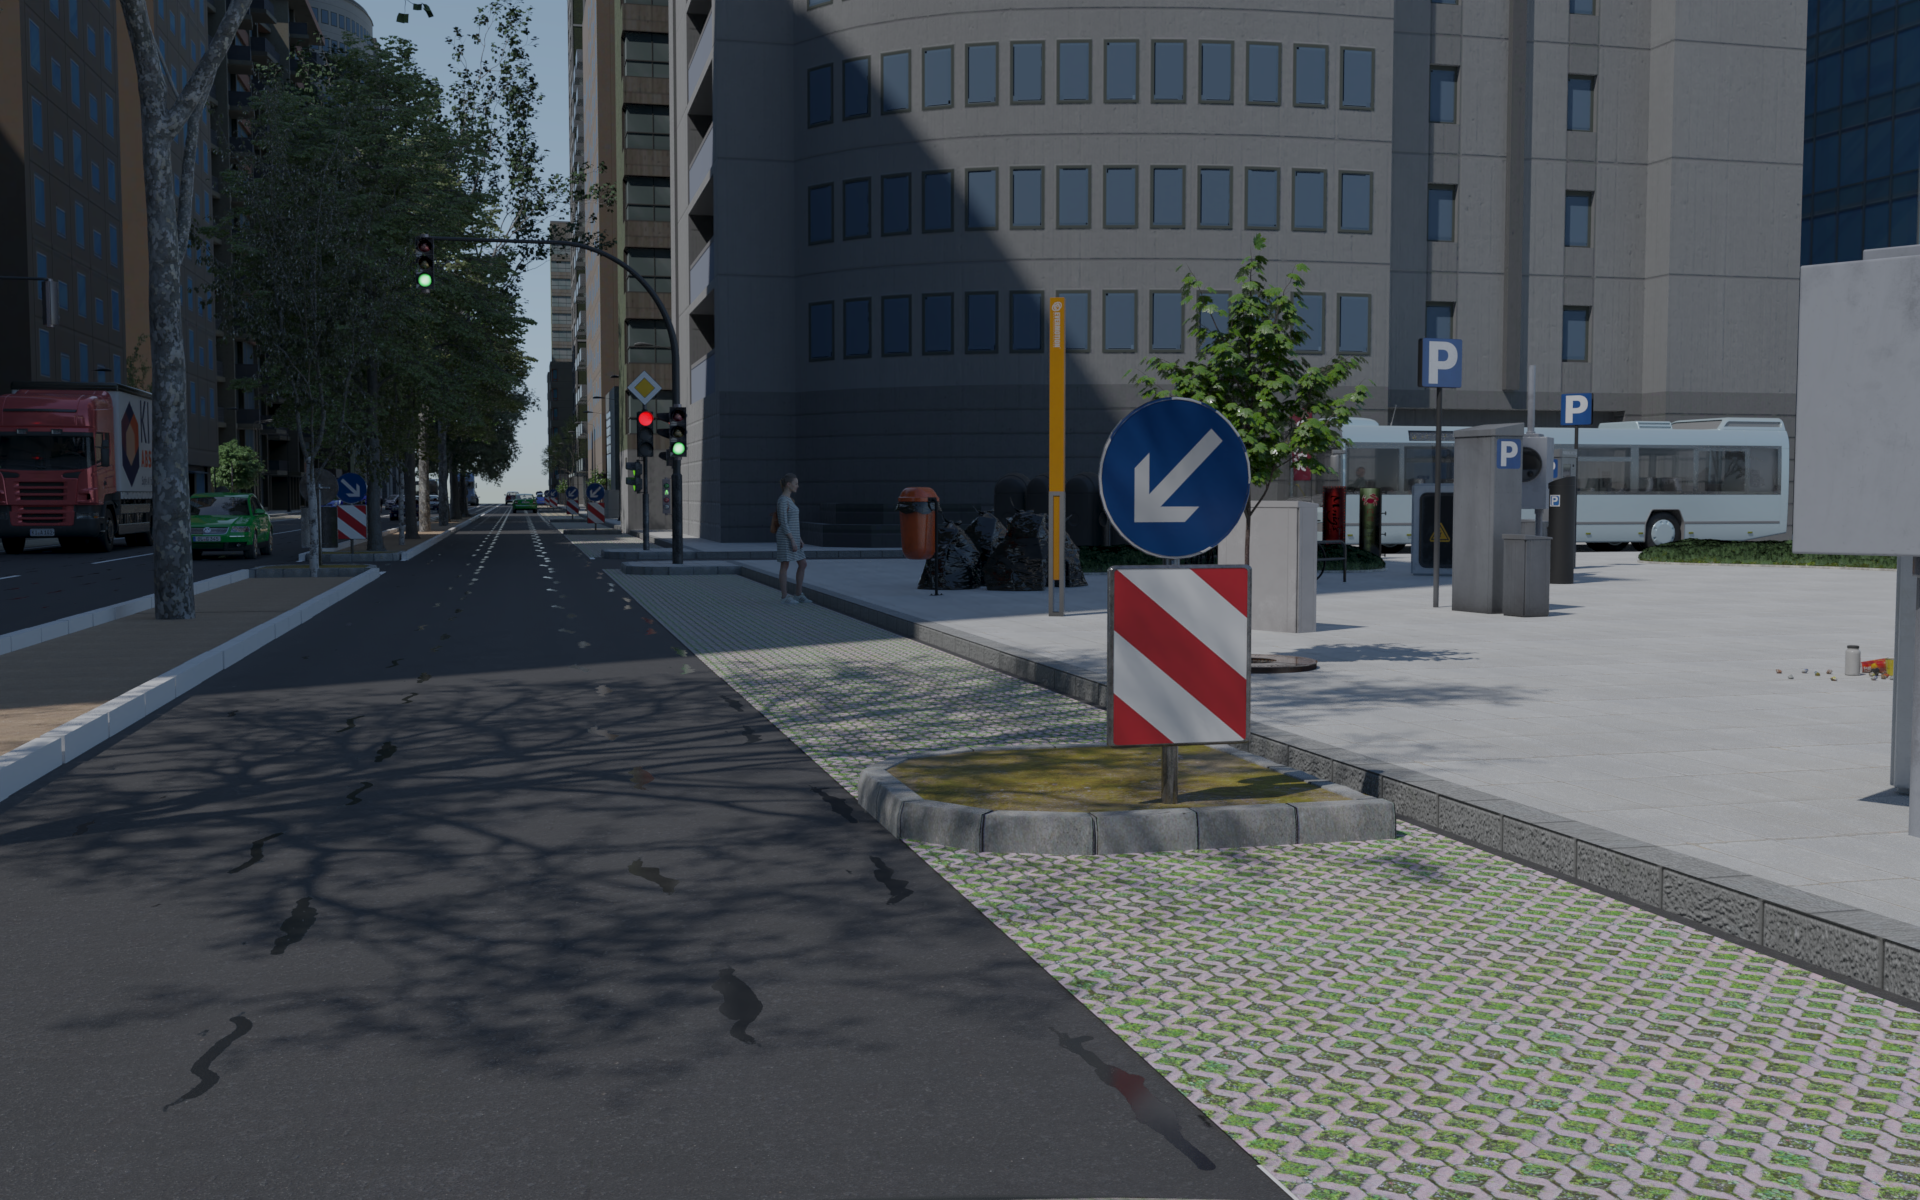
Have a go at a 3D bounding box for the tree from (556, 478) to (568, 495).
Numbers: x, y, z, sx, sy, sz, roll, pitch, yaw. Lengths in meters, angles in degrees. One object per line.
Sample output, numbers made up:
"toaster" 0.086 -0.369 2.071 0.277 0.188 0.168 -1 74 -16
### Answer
"tree" -46.434 -12.734 202.805 1.663 3.219 1.824 0 3 0

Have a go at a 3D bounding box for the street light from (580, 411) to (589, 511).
"street light" -20.352 -7.612 96.994 1.470 5.913 1.316 -1 4 -14

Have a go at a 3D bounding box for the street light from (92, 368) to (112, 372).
"street light" -32.022 -5.594 63.995 1.470 5.913 1.316 -1 4 -14

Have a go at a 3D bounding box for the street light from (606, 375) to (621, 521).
"street light" -12.943 -5.826 67.804 1.470 5.913 1.316 -1 4 -14

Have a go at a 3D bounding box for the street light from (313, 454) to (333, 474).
"street light" -50.988 -10.127 138.115 1.470 5.913 1.316 -1 4 -14

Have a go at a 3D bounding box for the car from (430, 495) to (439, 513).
"car" -40.724 -7.371 133.102 1.945 1.354 3.894 -1 4 -14

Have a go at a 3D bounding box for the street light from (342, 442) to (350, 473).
"street light" -54.721 -11.016 152.657 1.470 5.913 1.316 -1 4 -14

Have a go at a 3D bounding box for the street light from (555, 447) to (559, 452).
"street light" -35.763 -11.316 157.557 1.470 5.913 1.316 -1 4 -14

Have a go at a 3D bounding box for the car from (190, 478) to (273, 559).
"car" -16.736 -1.865 39.282 1.959 1.807 4.718 -1 4 -15

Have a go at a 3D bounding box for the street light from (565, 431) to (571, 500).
"street light" -28.182 -9.508 128.001 1.470 5.913 1.316 -1 4 -14

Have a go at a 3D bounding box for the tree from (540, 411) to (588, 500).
"tree" -43.617 -15.873 193.930 7.601 10.594 8.767 2 4 29

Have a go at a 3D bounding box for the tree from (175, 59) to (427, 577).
"tree" -10.993 -4.672 29.208 4.360 8.622 3.978 0 3 0

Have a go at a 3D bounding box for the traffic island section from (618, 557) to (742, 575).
"traffic island section" -5.176 -0.585 31.846 2.009 0.180 2.903 -1 4 -14

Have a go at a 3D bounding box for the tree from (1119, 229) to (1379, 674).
"tree" 2.250 -1.107 12.708 1.663 3.219 1.824 0 3 0

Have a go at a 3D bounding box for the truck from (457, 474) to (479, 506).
"truck" -60.941 -13.703 213.803 2.967 4.110 18.799 -1 4 -14

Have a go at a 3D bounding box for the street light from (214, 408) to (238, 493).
"street light" -39.475 -7.371 93.057 1.470 5.913 1.316 -1 4 -14

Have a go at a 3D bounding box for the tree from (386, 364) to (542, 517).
"tree" -30.658 -11.443 106.561 9.611 12.733 9.660 0 3 0

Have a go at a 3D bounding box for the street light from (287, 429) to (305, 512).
"street light" -47.379 -9.240 123.614 1.470 5.913 1.316 -1 4 -14

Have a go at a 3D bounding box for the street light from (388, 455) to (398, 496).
"street light" -71.666 -15.092 219.290 1.470 5.913 1.316 -1 4 -14

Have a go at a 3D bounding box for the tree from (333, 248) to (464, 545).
"tree" -15.715 -5.847 48.411 4.737 8.622 4.395 0 3 0

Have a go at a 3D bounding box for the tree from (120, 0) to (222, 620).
"tree" -7.596 -9.806 18.682 12.611 20.169 13.585 0 3 0

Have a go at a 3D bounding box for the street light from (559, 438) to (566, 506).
"street light" -31.987 -10.392 142.452 1.470 5.913 1.316 -1 4 -14

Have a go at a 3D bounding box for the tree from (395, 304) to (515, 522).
"tree" -26.097 -9.732 87.332 9.928 11.665 9.643 0 3 0

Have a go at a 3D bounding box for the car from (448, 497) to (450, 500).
"car" -70.973 -13.757 237.287 2.083 1.381 4.827 -1 4 -15

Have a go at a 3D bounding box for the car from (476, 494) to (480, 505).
"car" -65.215 -13.600 231.407 2.155 1.783 4.494 -1 4 -16

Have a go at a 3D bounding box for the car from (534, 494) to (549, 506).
"car" -51.288 -12.413 212.545 1.945 1.707 3.694 -1 4 -14

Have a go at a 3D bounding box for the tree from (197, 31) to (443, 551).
"tree" -14.313 -7.441 42.249 7.486 12.596 7.792 0 3 0

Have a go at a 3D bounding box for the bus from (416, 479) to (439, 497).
"bus" -62.952 -12.899 205.754 2.948 3.499 13.247 -1 4 -13

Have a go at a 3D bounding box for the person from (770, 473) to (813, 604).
"person" -2.218 -0.794 22.492 0.522 1.701 0.512 0 4 7

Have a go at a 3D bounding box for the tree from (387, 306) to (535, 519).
"tree" -28.362 -11.490 96.977 9.857 13.997 8.962 0 3 0

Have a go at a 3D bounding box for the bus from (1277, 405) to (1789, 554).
"bus" 13.234 -2.830 41.130 13.247 3.499 2.948 -1 4 -16

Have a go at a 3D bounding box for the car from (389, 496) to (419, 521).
"car" -30.119 -5.014 94.558 1.945 1.354 3.894 -1 4 -13

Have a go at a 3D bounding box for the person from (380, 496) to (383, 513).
"person" -43.997 -7.320 131.365 0.799 1.438 0.628 2 4 31

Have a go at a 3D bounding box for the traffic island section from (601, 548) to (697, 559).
"traffic island section" -7.147 -1.058 39.585 2.009 0.180 2.903 -1 4 -14

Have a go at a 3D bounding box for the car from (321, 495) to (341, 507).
"car" -46.555 -7.229 127.786 1.945 1.707 3.694 -1 4 -15

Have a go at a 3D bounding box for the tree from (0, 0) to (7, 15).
"tree" -5.400 -5.668 5.505 12.009 13.543 11.850 0 3 0

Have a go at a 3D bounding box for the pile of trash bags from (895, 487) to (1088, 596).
"pile of trash bags" 0.240 -0.824 23.222 1.912 1.369 3.447 2 4 32

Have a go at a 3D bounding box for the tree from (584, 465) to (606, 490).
"tree" -24.083 -7.360 114.939 1.663 3.219 1.824 0 3 0

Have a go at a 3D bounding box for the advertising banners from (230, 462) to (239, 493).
"advertising banners" -40.559 -6.159 96.895 0.090 3.025 2.074 -1 4 -12

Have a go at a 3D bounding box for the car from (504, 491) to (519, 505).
"car" -59.503 -13.568 230.507 2.281 1.827 5.304 -1 4 -14

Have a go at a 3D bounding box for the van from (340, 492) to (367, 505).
"van" -42.381 -7.171 121.636 2.240 2.365 5.245 -1 4 -15

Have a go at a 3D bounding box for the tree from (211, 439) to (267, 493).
"tree" -43.929 -7.381 104.388 4.285 4.588 4.351 0 3 0

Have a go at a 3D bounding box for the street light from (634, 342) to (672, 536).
"street light" -9.288 -4.940 53.315 1.470 5.913 1.316 -1 4 -14

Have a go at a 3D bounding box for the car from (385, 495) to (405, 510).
"car" -51.827 -8.995 159.429 2.083 1.381 4.827 -1 4 -13

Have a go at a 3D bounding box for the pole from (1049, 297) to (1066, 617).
"pole" 1.017 -1.484 18.107 0.158 3.312 0.155 0 3 0

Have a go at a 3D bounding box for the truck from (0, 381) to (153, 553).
"truck" -22.879 -3.457 45.442 2.839 4.237 11.283 -1 4 -15

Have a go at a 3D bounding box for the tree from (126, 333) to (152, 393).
"tree" -35.796 -7.584 74.353 4.737 8.622 4.395 0 3 0

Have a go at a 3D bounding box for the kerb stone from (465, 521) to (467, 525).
"kerb stone" -21.776 -3.272 75.762 0.120 0.150 1.000 -1 4 -14

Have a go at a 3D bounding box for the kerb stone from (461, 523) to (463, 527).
"kerb stone" -20.508 -2.972 70.794 0.120 0.150 1.000 -1 4 -14

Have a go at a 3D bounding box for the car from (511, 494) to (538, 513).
"car" -32.822 -7.446 130.545 1.959 1.807 4.718 -1 4 -15

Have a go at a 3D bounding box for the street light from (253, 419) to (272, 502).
"street light" -43.662 -8.355 109.141 1.470 5.913 1.316 -1 4 -14

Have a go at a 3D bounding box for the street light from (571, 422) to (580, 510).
"street light" -24.108 -8.516 111.781 1.470 5.913 1.316 -1 4 -14

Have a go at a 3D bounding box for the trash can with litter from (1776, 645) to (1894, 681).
"trash can with litter" 6.854 -0.034 11.620 1.678 1.210 2.233 -2 4 -27

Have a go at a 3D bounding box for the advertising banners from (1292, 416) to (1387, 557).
"advertising banners" 7.510 -2.349 34.593 2.074 3.025 0.090 2 4 34

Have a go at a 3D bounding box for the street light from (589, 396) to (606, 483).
"street light" -16.748 -6.725 82.492 1.470 5.913 1.316 -1 4 -14
